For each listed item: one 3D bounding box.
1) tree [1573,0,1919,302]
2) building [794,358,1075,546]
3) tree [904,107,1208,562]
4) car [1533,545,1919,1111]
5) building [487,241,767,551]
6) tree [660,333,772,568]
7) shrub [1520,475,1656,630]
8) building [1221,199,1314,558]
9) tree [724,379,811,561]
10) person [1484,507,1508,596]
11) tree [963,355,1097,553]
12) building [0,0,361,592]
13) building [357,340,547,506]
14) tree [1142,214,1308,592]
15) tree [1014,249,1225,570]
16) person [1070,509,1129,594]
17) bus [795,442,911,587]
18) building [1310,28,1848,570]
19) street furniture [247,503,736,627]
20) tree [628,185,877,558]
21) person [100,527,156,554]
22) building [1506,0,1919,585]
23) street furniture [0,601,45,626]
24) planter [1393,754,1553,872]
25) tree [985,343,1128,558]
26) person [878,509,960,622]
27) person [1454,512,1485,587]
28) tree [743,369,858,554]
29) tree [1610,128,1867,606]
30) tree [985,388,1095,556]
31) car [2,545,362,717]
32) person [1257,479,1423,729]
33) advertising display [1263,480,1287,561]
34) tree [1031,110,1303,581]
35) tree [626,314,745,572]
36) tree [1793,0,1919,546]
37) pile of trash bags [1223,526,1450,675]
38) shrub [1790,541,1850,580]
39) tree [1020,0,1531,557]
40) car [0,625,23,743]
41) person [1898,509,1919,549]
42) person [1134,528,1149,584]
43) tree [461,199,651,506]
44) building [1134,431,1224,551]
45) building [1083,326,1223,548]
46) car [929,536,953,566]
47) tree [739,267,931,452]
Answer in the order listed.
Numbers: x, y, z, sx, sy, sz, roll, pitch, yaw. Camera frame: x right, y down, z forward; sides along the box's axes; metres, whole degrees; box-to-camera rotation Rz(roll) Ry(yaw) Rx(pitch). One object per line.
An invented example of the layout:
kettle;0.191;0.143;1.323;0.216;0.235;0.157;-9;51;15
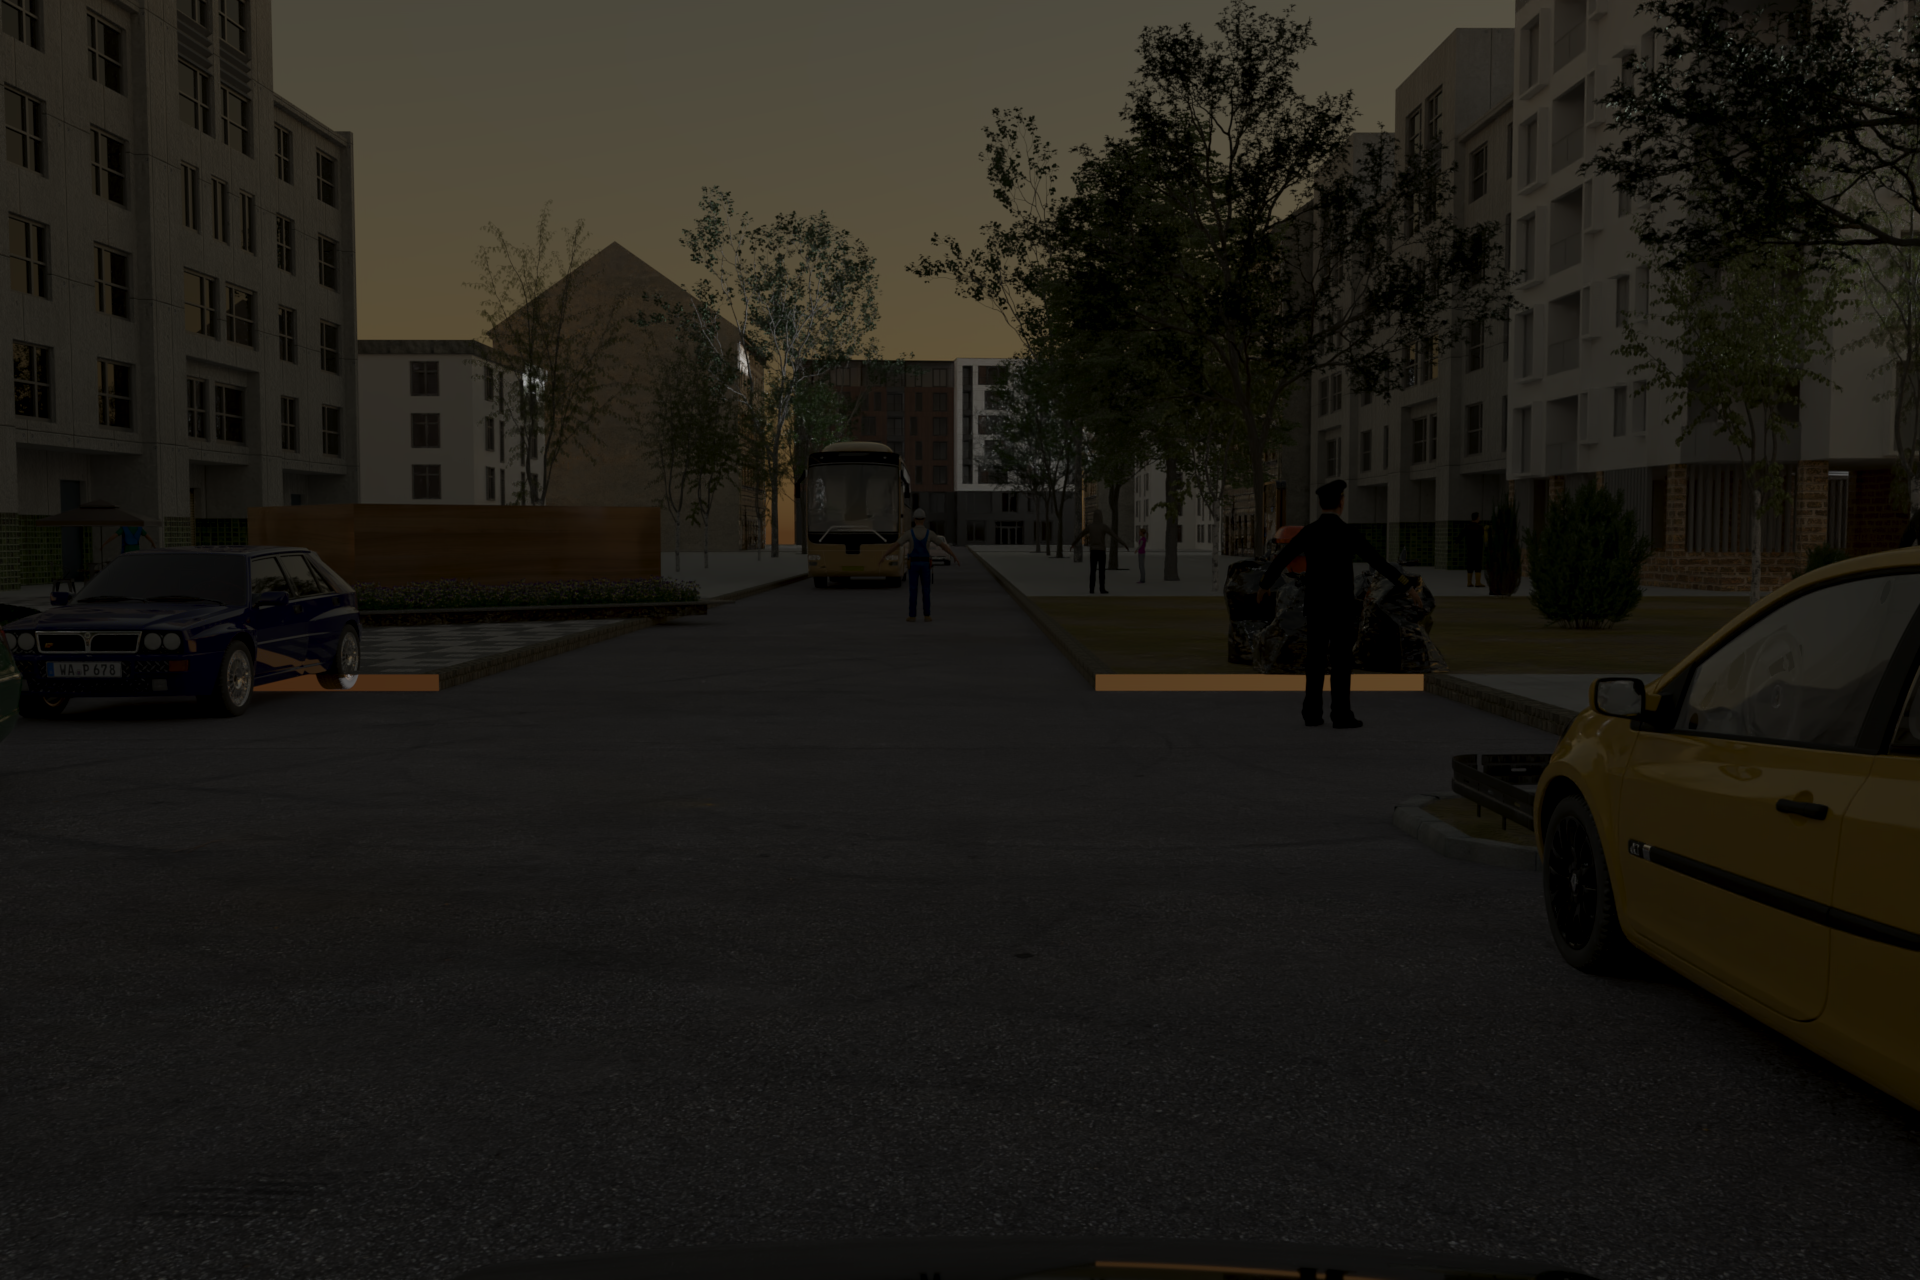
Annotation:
tree;8.672;-4.878;14.174;7.601;10.594;8.767;2;4;27
building;-3.965;-22.414;212.907;32.646;21.610;27.936;0;4;-6
tree;4.005;-13.619;78.552;12.611;20.169;13.585;0;3;0
car;2.855;0.349;4.520;2.015;1.641;3.980;0;4;0
building;-25.968;-18.874;139.515;19.493;23.208;18.063;0;4;-1
tree;-9.343;-6.993;64.693;4.737;8.622;4.395;0;3;0
shrub;8.472;-1.185;23.408;1.661;2.075;1.752;0;3;0
building;25.069;-16.135;94.732;19.493;23.208;18.063;0;4;0
tree;-9.899;-8.123;83.169;4.360;8.622;3.978;0;3;0
person;11.269;-1.864;36.240;0.705;1.858;1.354;-1;4;-9
tree;5.251;-12.660;117.364;12.009;13.543;11.850;0;3;0
building;-29.845;-10.992;46.177;16.747;18.905;31.486;0;4;0
building;-25.703;-8.978;88.933;9.099;9.664;28.070;0;4;-1
tree;5.773;-5.399;38.643;4.737;8.622;4.395;0;3;0
tree;5.525;-8.289;61.282;9.928;11.665;9.643;0;3;0
person;2.976;-1.905;37.279;1.348;1.813;0.705;1;4;23
bus;-2.776;-3.561;49.775;2.896;3.916;12.252;0;4;-1
building;25.662;-12.409;69.346;16.747;18.905;31.486;0;3;0
street furniture;-8.813;-1.220;26.793;9.812;1.723;11.010;-3;5;-40
tree;-11.272;-14.636;95.192;12.611;20.169;13.585;0;3;0
person;-19.389;-2.100;40.457;0.704;1.817;1.347;2;4;35
building;21.828;-11.892;50.847;16.016;20.090;11.380;0;4;0
street furniture;-12.305;-0.093;17.144;5.734;0.657;10.072;-1;4;-13
planter;3.135;0.793;8.169;1.991;0.319;1.994;0;4;-1
tree;5.226;-10.161;91.889;9.928;11.665;9.643;0;3;0
person;-0.664;-1.226;28.365;1.347;1.847;0.705;0;4;-6
person;12.466;-2.186;41.871;0.704;1.812;1.346;-3;4;-38
tree;-9.974;-11.239;109.509;9.928;11.665;9.643;0;3;0
tree;13.927;-4.905;30.552;4.737;8.622;4.395;0;3;0
tree;4.954;-10.303;102.874;7.601;10.594;8.767;-2;4;-24
car;-6.506;-0.134;14.770;1.945;1.354;3.894;0;3;0
person;2.764;-0.274;12.870;1.347;1.837;0.705;3;5;40
advertising display;3.847;-0.979;21.227;0.123;1.923;0.974;0;4;1
tree;5.392;-7.903;47.345;7.486;12.596;7.792;0;3;0
tree;-9.709;-6.616;58.538;4.360;8.622;3.978;0;3;0
tree;12.817;-4.476;23.549;4.360;8.622;3.978;0;3;0
pile of trash bags;3.581;-0.464;17.339;1.912;1.369;3.447;0;4;-1
shrub;11.388;-0.715;22.808;1.383;1.207;1.383;0;3;0
tree;5.156;-5.790;29.084;8.767;10.594;7.601;0;4;5
car;-6.205;0.245;7.790;2.131;1.459;4.920;0;4;0
person;8.423;-0.538;14.869;0.705;1.821;1.348;0;4;-5
person;4.671;-2.187;45.028;0.599;1.433;0.991;1;4;17
tree;-9.641;-5.411;38.830;4.360;8.622;3.978;0;3;0
building;20.590;-12.511;146.696;9.099;9.664;28.070;0;3;0
building;22.249;-20.877;172.275;19.493;23.208;18.063;0;3;0
car;-1.372;-4.152;80.242;2.083;1.381;4.827;0;4;-1
tree;-8.596;-16.252;121.601;12.611;20.169;13.585;0;3;0
